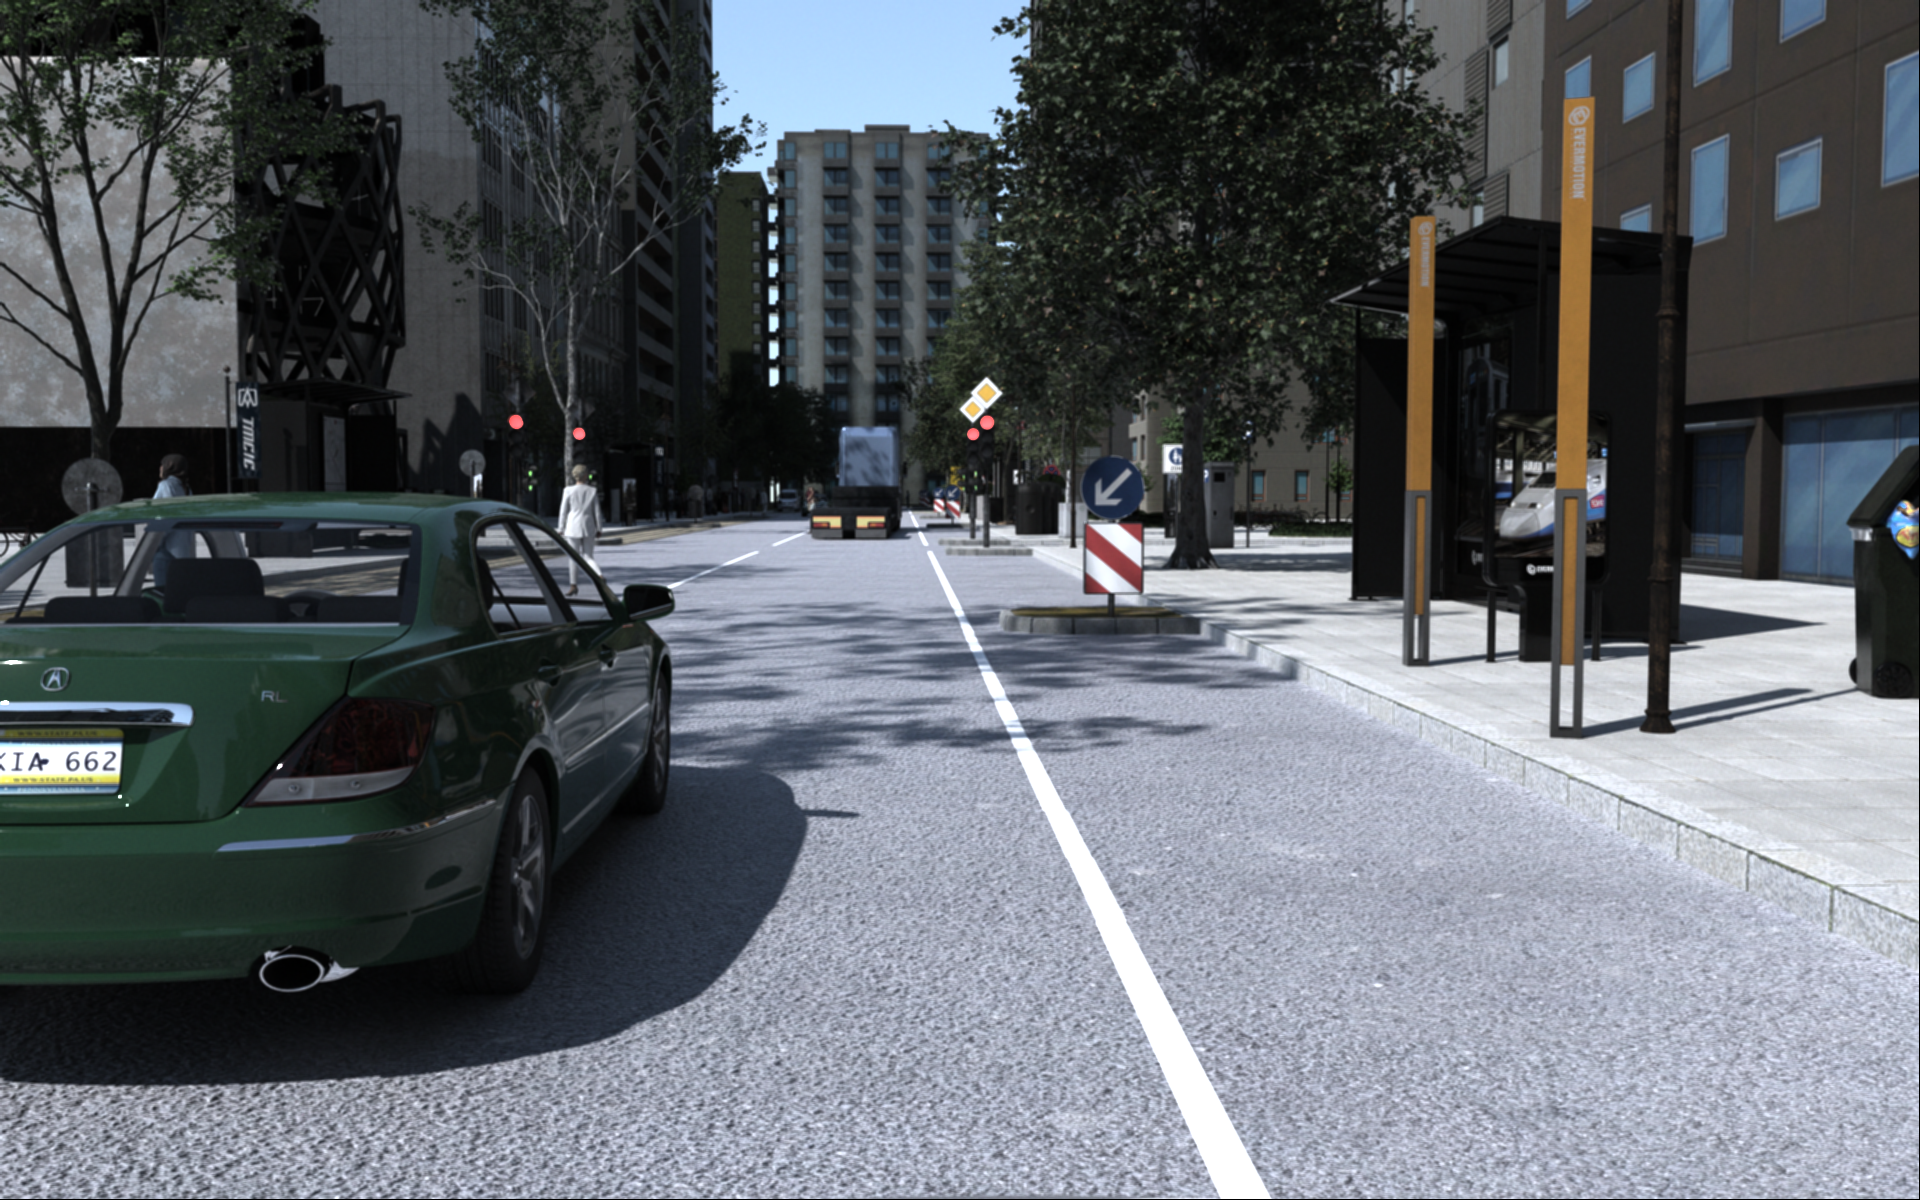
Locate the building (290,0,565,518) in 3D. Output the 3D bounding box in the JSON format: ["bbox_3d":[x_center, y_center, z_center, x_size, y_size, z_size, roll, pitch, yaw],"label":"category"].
[{"bbox_3d":[-28.238,-16.542,88.490,12.078,24.808,19.932,0,4,-2],"label":"building"}]

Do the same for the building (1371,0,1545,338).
[{"bbox_3d":[56.646,-36.097,179.417,27.495,52.752,28.713,0,4,-2],"label":"building"}]

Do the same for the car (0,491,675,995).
[{"bbox_3d":[-2.193,0.333,6.358,2.131,1.459,4.920,0,4,-2],"label":"car"}]

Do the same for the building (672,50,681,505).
[{"bbox_3d":[-32.687,-28.679,152.498,14.154,41.232,14.086,0,4,-2],"label":"building"}]

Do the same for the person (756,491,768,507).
[{"bbox_3d":[-19.988,-10.299,175.159,1.217,1.736,0.721,0,4,8],"label":"person"}]

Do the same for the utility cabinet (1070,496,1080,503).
[{"bbox_3d":[4.069,-3.219,63.796,0.306,1.237,1.020,2,4,26],"label":"utility cabinet"}]

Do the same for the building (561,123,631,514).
[{"bbox_3d":[-29.141,-19.181,110.872,12.463,27.353,25.104,0,4,-2],"label":"building"}]

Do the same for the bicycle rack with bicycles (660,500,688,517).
[{"bbox_3d":[-15.624,-5.078,96.400,2.852,0.926,2.925,-1,4,-10],"label":"bicycle rack with bicycles"}]

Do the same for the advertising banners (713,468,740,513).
[{"bbox_3d":[-15.733,-7.312,115.732,2.074,3.025,0.090,-1,4,-17],"label":"advertising banners"}]

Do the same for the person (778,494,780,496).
[{"bbox_3d":[-19.372,-11.229,189.664,1.348,1.821,0.705,-1,4,-19],"label":"person"}]

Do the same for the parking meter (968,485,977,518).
[{"bbox_3d":[0.659,-5.223,91.102,0.399,1.863,0.255,-1,4,-16],"label":"parking meter"}]

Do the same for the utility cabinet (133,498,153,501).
[{"bbox_3d":[-12.867,-1.033,28.049,0.306,1.237,1.020,1,4,20],"label":"utility cabinet"}]

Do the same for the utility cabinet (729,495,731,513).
[{"bbox_3d":[-15.854,-6.588,118.875,0.306,1.237,1.020,-1,4,-9],"label":"utility cabinet"}]

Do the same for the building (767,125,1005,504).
[{"bbox_3d":[-9.546,-37.169,227.324,30.456,49.044,23.786,0,4,-2],"label":"building"}]

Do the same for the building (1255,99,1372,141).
[{"bbox_3d":[35.570,-32.778,186.024,14.200,45.320,14.600,0,4,-2],"label":"building"}]

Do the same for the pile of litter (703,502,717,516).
[{"bbox_3d":[-15.247,-5.489,103.712,1.719,0.858,1.176,-3,4,-38],"label":"pile of litter"}]

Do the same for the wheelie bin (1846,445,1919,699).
[{"bbox_3d":[6.098,-0.193,11.070,0.693,1.594,0.980,1,4,15],"label":"wheelie bin"}]

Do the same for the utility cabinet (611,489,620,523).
[{"bbox_3d":[-14.932,-4.056,74.992,0.318,1.500,1.173,-1,4,-15],"label":"utility cabinet"}]

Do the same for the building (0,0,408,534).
[{"bbox_3d":[-29.728,-12.027,64.094,16.820,18.784,16.811,0,4,-2],"label":"building"}]

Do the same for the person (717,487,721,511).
[{"bbox_3d":[-17.803,-7.432,127.558,0.705,1.823,1.348,-3,5,-43],"label":"person"}]

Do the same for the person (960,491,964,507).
[{"bbox_3d":[0.307,-10.269,174.864,0.530,1.710,0.541,-1,4,-10],"label":"person"}]

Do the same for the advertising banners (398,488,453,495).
[{"bbox_3d":[-13.259,-2.778,41.615,2.074,3.025,0.090,-1,4,-12],"label":"advertising banners"}]

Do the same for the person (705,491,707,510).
[{"bbox_3d":[-20.555,-8.133,138.986,1.348,1.831,0.705,1,4,16],"label":"person"}]

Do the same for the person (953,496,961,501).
[{"bbox_3d":[-0.471,-8.482,144.741,1.348,1.823,0.705,2,4,24],"label":"person"}]

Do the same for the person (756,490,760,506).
[{"bbox_3d":[-21.507,-10.875,184.572,0.721,1.735,1.217,-2,4,-26],"label":"person"}]

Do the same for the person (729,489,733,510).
[{"bbox_3d":[-18.006,-7.864,135.542,0.541,1.710,0.530,-1,4,-11],"label":"person"}]

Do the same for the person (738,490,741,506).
[{"bbox_3d":[-24.063,-11.071,187.721,0.621,1.740,0.551,2,4,25],"label":"person"}]

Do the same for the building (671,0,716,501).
[{"bbox_3d":[-40.132,-39.029,180.127,28.212,58.520,21.231,0,4,-2],"label":"building"}]

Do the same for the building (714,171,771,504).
[{"bbox_3d":[-31.813,-32.931,222.015,14.086,41.232,14.154,0,4,-2],"label":"building"}]

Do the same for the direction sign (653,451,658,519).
[{"bbox_3d":[-16.027,-6.029,90.573,0.379,3.537,0.876,0,4,1],"label":"direction sign"}]

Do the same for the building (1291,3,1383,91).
[{"bbox_3d":[47.632,-48.237,226.923,20.611,71.187,20.563,0,4,-2],"label":"building"}]

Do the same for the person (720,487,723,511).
[{"bbox_3d":[-18.656,-7.862,134.610,1.348,1.821,0.705,-1,4,-10],"label":"person"}]

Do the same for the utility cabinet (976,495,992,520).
[{"bbox_3d":[1.171,-4.497,84.683,0.306,1.237,1.020,-2,4,-29],"label":"utility cabinet"}]

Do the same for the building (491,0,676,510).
[{"bbox_3d":[-34.190,-31.188,133.631,21.300,48.544,21.600,0,4,-2],"label":"building"}]

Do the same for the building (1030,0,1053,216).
[{"bbox_3d":[16.045,-45.475,181.771,20.563,71.187,20.611,0,4,-2],"label":"building"}]

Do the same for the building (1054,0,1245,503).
[{"bbox_3d":[14.319,-27.683,136.208,14.154,41.232,14.086,0,4,-2],"label":"building"}]

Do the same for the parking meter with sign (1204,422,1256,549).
[{"bbox_3d":[6.058,-2.723,40.781,1.738,3.016,0.543,-1,4,-19],"label":"parking meter with sign"}]

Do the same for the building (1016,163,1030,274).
[{"bbox_3d":[21.892,-37.267,228.916,30.456,49.044,23.786,0,4,-2],"label":"building"}]

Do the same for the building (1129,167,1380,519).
[{"bbox_3d":[25.596,-15.682,101.441,27.650,21.520,28.899,0,4,-2],"label":"building"}]

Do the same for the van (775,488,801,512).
[{"bbox_3d":[-13.668,-8.020,138.135,2.013,2.044,4.112,0,4,-2],"label":"van"}]

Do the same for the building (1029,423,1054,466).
[{"bbox_3d":[20.864,-19.186,158.728,27.650,21.520,28.899,0,4,-2],"label":"building"}]

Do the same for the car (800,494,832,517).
[{"bbox_3d":[-9.236,-6.103,111.581,2.131,1.459,4.920,0,4,-3],"label":"car"}]

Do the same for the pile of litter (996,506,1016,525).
[{"bbox_3d":[2.313,-3.569,72.324,1.719,0.858,1.176,3,5,43],"label":"pile of litter"}]

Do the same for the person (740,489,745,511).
[{"bbox_3d":[-16.799,-7.758,133.808,0.541,1.710,0.530,-3,5,-42],"label":"person"}]

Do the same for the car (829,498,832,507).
[{"bbox_3d":[-11.185,-9.315,161.101,1.959,1.807,4.718,0,4,-3],"label":"car"}]

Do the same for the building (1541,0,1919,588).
[{"bbox_3d":[18.493,-22.993,26.052,14.600,45.320,14.200,0,4,-2],"label":"building"}]

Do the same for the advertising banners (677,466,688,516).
[{"bbox_3d":[-15.928,-6.310,99.352,0.090,3.025,2.074,0,4,8],"label":"advertising banners"}]
